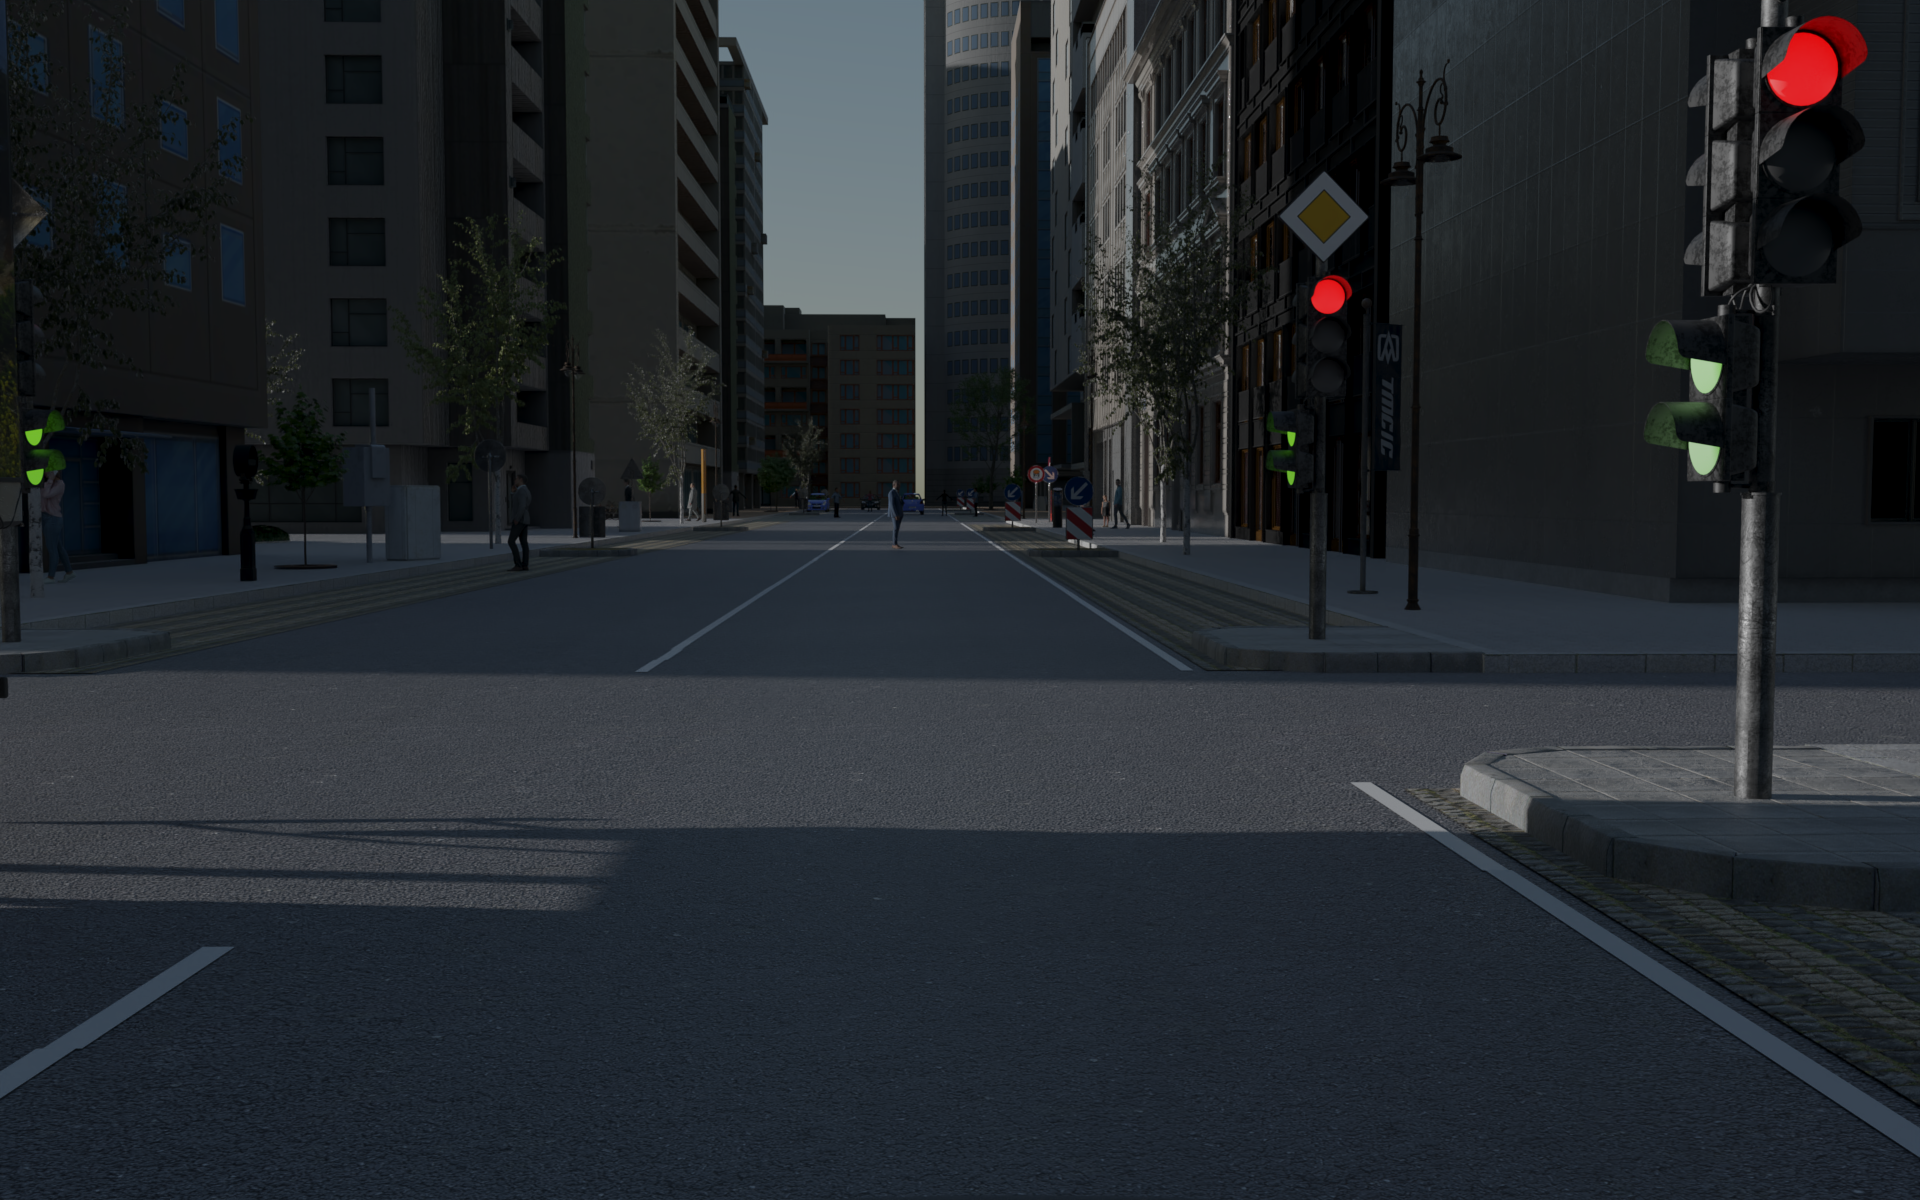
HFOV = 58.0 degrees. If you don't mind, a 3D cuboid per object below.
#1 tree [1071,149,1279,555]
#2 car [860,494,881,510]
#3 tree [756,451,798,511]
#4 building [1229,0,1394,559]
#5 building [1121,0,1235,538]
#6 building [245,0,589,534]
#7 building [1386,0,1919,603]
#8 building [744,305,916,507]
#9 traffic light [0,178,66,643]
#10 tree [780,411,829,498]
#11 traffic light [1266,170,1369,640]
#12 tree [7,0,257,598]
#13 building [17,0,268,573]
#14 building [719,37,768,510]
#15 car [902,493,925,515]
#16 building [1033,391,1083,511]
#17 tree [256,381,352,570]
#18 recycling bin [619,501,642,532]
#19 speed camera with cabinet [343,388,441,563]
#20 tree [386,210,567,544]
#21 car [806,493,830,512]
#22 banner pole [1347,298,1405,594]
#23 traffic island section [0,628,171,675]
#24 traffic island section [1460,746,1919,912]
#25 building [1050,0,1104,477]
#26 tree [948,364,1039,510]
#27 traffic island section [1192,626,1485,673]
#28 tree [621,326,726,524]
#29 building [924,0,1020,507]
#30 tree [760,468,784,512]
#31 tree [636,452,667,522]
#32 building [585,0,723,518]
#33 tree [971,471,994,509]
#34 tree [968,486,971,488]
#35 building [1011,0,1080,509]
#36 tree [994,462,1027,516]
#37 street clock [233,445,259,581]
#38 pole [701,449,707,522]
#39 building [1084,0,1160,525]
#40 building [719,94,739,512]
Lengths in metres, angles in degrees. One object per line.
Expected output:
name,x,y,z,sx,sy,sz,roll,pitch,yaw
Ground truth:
tree,4.558,-5.263,36.417,4.360,8.622,3.978,0,3,0
car,-8.183,-9.107,158.692,2.009,1.686,4.222,0,4,-1
tree,-13.942,-9.038,131.482,4.285,4.588,4.351,0,3,0
building,14.151,-12.969,41.715,12.332,23.373,15.834,0,4,-1
building,12.593,-13.701,60.164,11.583,22.565,21.152,0,4,-1
building,-21.356,-17.694,61.004,14.160,30.474,14.107,0,4,-1
building,23.125,-12.617,25.348,30.058,24.678,14.314,0,4,-1
building,-19.336,-21.147,190.785,28.899,21.520,27.650,0,4,-1
traffic light,-8.215,-1.590,14.913,0.839,4.253,0.868,0,4,-1
tree,-13.788,-12.292,151.333,4.360,8.622,3.978,0,3,0
traffic light,3.142,-1.608,15.215,0.839,4.253,0.868,0,4,-1
tree,-11.213,-4.332,21.196,4.360,8.622,3.978,0,3,0
building,-21.658,-23.169,28.919,14.600,45.320,14.200,0,4,-1
building,-28.800,-27.828,146.875,23.993,40.220,32.217,0,4,-1
car,-3.371,-6.788,120.578,1.945,1.707,3.694,0,4,-3
building,22.427,-27.249,137.408,32.217,40.220,23.993,0,4,-1
tree,-11.391,-2.148,29.719,1.663,3.219,1.824,0,3,0
recycling bin,-11.273,-2.854,59.214,0.722,1.027,0.722,0,4,-6
speed camera with cabinet,-10.849,-2.371,33.097,0.660,3.252,2.038,2,4,25
tree,-12.137,-5.756,44.475,4.737,8.622,4.395,0,3,0
car,-11.240,-7.799,137.099,1.945,1.707,3.694,0,4,-1
banner pole,5.402,-1.979,22.379,0.863,3.779,0.401,-2,4,-30
traffic island section,-8.255,0.442,15.046,2.009,0.180,2.903,0,4,-1
traffic island section,3.384,0.913,7.347,2.009,0.180,2.903,0,4,-1
building,20.180,-31.897,110.748,28.713,52.752,27.495,0,4,-1
tree,2.620,-12.951,137.506,9.928,11.665,9.643,0,3,0
traffic island section,3.183,0.425,15.330,2.009,0.180,2.903,0,4,-1
tree,-12.341,-7.630,75.105,4.360,8.622,3.978,0,3,0
building,10.261,-39.436,186.774,28.212,58.520,21.231,0,4,-1
tree,-13.798,-8.000,125.404,1.663,3.219,1.824,0,3,0
tree,-14.266,-5.249,80.416,1.663,3.219,1.824,0,3,0
building,-25.717,-29.118,99.784,21.300,48.544,21.600,0,4,-1
tree,2.387,-9.331,147.158,1.663,3.219,1.824,0,3,0
tree,1.794,-9.689,153.021,1.663,3.219,1.824,0,3,0
building,11.868,-30.945,156.053,14.600,45.320,14.200,0,4,-1
tree,3.274,-6.561,101.875,1.663,3.219,1.824,0,3,0
street clock,-10.495,-1.279,25.489,0.358,2.002,0.471,0,4,-5
pole,-11.629,-5.186,78.641,0.158,3.312,0.155,0,3,0
building,12.783,-16.061,80.611,12.078,24.808,19.932,0,4,-1
building,-23.105,-21.266,119.401,14.160,30.474,14.107,0,4,-1
